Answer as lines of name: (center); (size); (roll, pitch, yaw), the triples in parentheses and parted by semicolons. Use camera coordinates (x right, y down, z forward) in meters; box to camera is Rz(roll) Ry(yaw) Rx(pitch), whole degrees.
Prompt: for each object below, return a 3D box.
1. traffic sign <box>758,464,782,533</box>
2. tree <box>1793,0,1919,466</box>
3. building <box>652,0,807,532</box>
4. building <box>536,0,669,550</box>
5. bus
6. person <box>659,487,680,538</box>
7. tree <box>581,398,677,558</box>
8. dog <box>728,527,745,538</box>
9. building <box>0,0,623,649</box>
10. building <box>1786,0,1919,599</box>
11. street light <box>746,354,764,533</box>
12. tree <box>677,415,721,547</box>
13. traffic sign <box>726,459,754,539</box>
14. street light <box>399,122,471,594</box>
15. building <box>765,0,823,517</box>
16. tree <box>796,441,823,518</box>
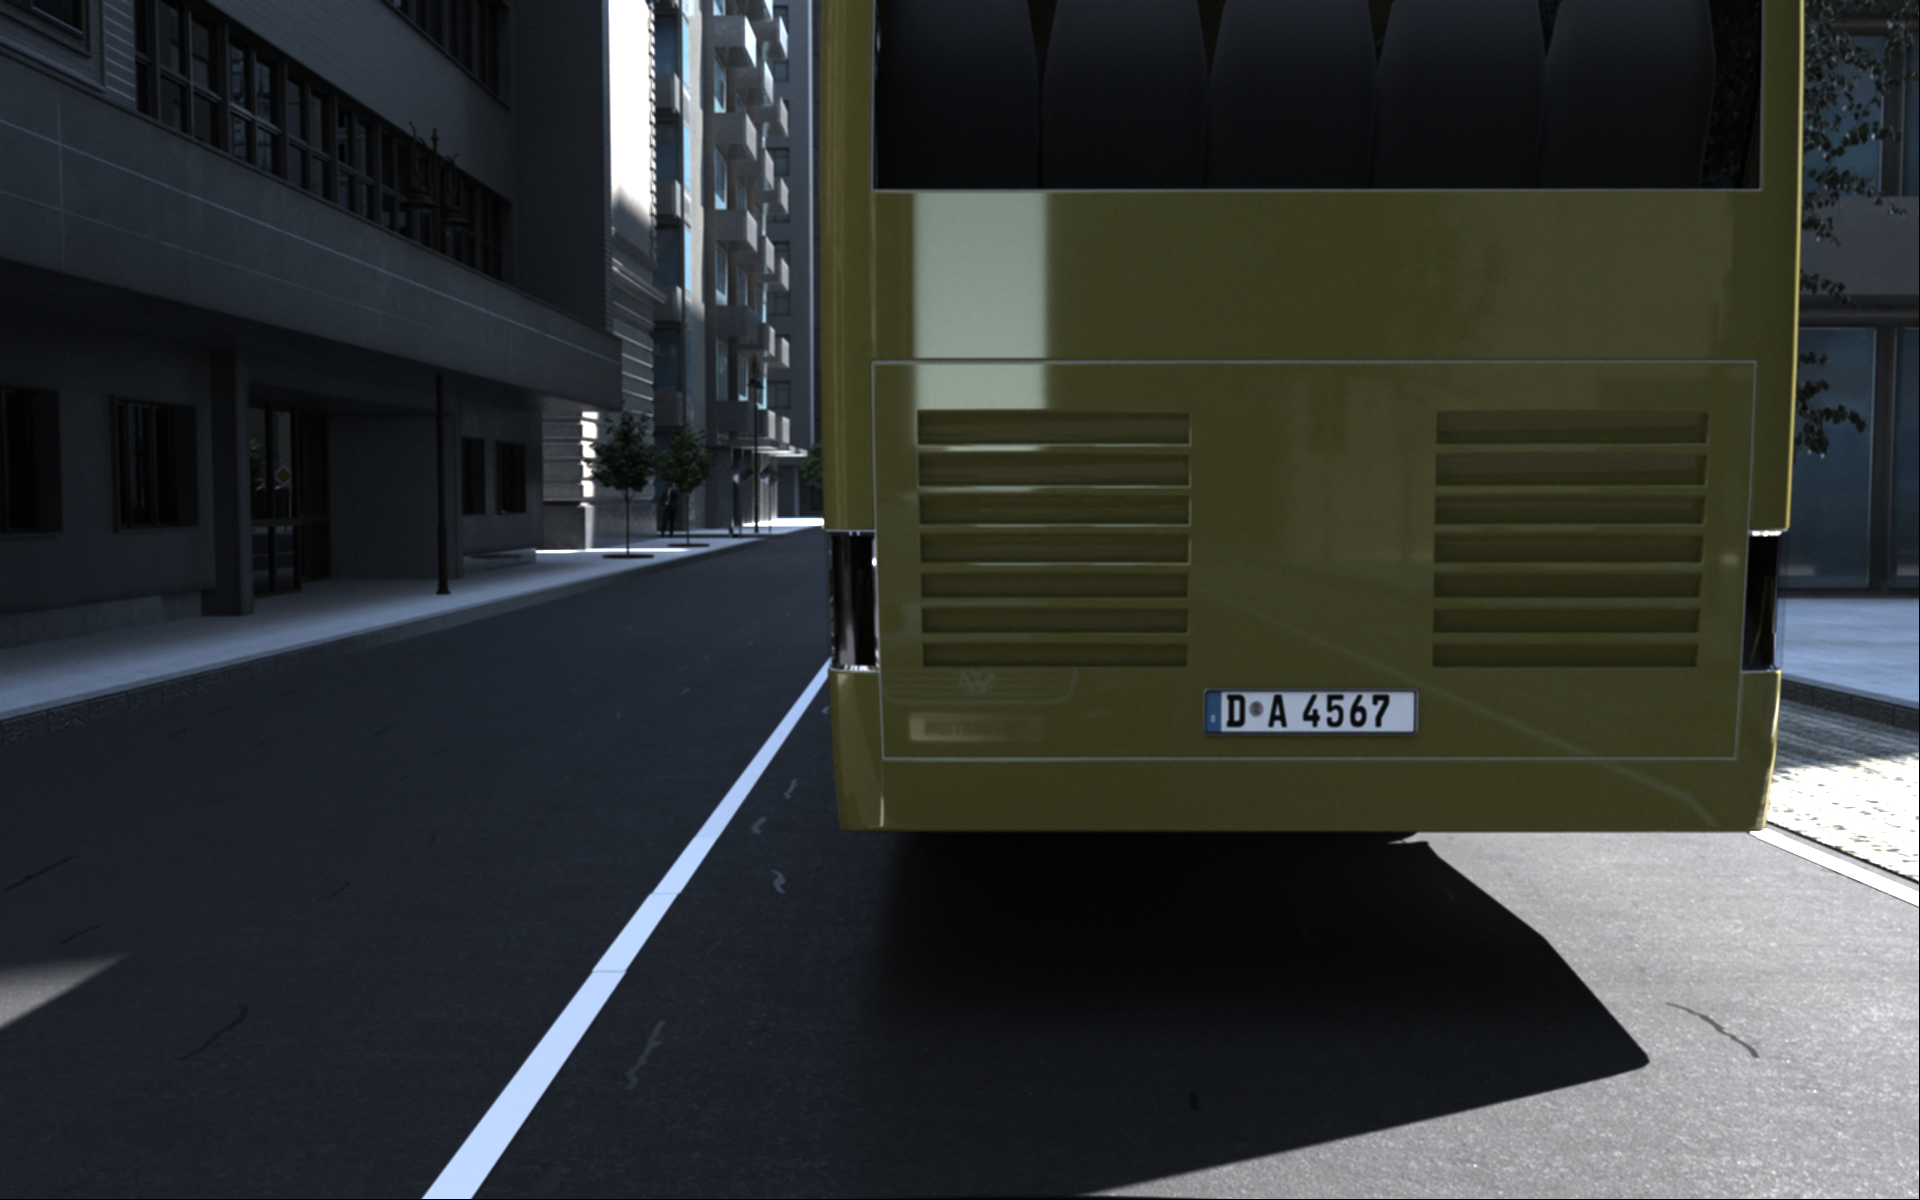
traffic sign: (-6.243, -3.257, 56.894); (0.795, 2.450, 0.064); (0, 4, 0)
tree: (6.884, -3.994, 15.660); (4.360, 8.622, 3.978); (0, 3, 0)
building: (-18.910, -27.565, 70.298); (23.786, 49.044, 30.456); (0, 4, 0)
building: (-17.790, -13.125, 43.475); (19.941, 23.489, 11.050); (0, 4, 0)
bus: (0.915, -1.158, 10.485); (2.896, 3.916, 12.252); (0, 4, 0)
person: (-8.978, -2.798, 53.614); (0.648, 1.900, 0.474); (-1, 4, -15)
tree: (-6.762, -2.472, 35.014); (1.663, 3.219, 1.824); (0, 3, 0)
dog: (-7.073, -2.115, 54.771); (0.748, 0.427, 0.550); (1, 4, 15)
building: (-13.276, -12.111, 17.084); (14.314, 24.678, 30.058); (0, 4, 0)
building: (17.771, -25.264, 32.672); (23.786, 49.044, 30.456); (0, 4, 0)
street light: (-6.734, -5.159, 57.130); (0.468, 5.910, 1.993); (0, 4, 0)
tree: (-6.802, -2.922, 42.374); (1.663, 3.219, 1.824); (0, 3, 0)
traffic sign: (-6.208, -2.769, 48.909); (0.795, 2.450, 0.064); (0, 4, 0)
street light: (-6.628, -3.012, 22.033); (0.468, 5.910, 1.993); (0, 4, 0)
building: (-12.373, -25.516, 100.779); (14.154, 41.232, 14.086); (0, 4, 0)
tree: (-7.113, -6.651, 92.460); (4.285, 4.588, 4.351); (0, 3, 0)
